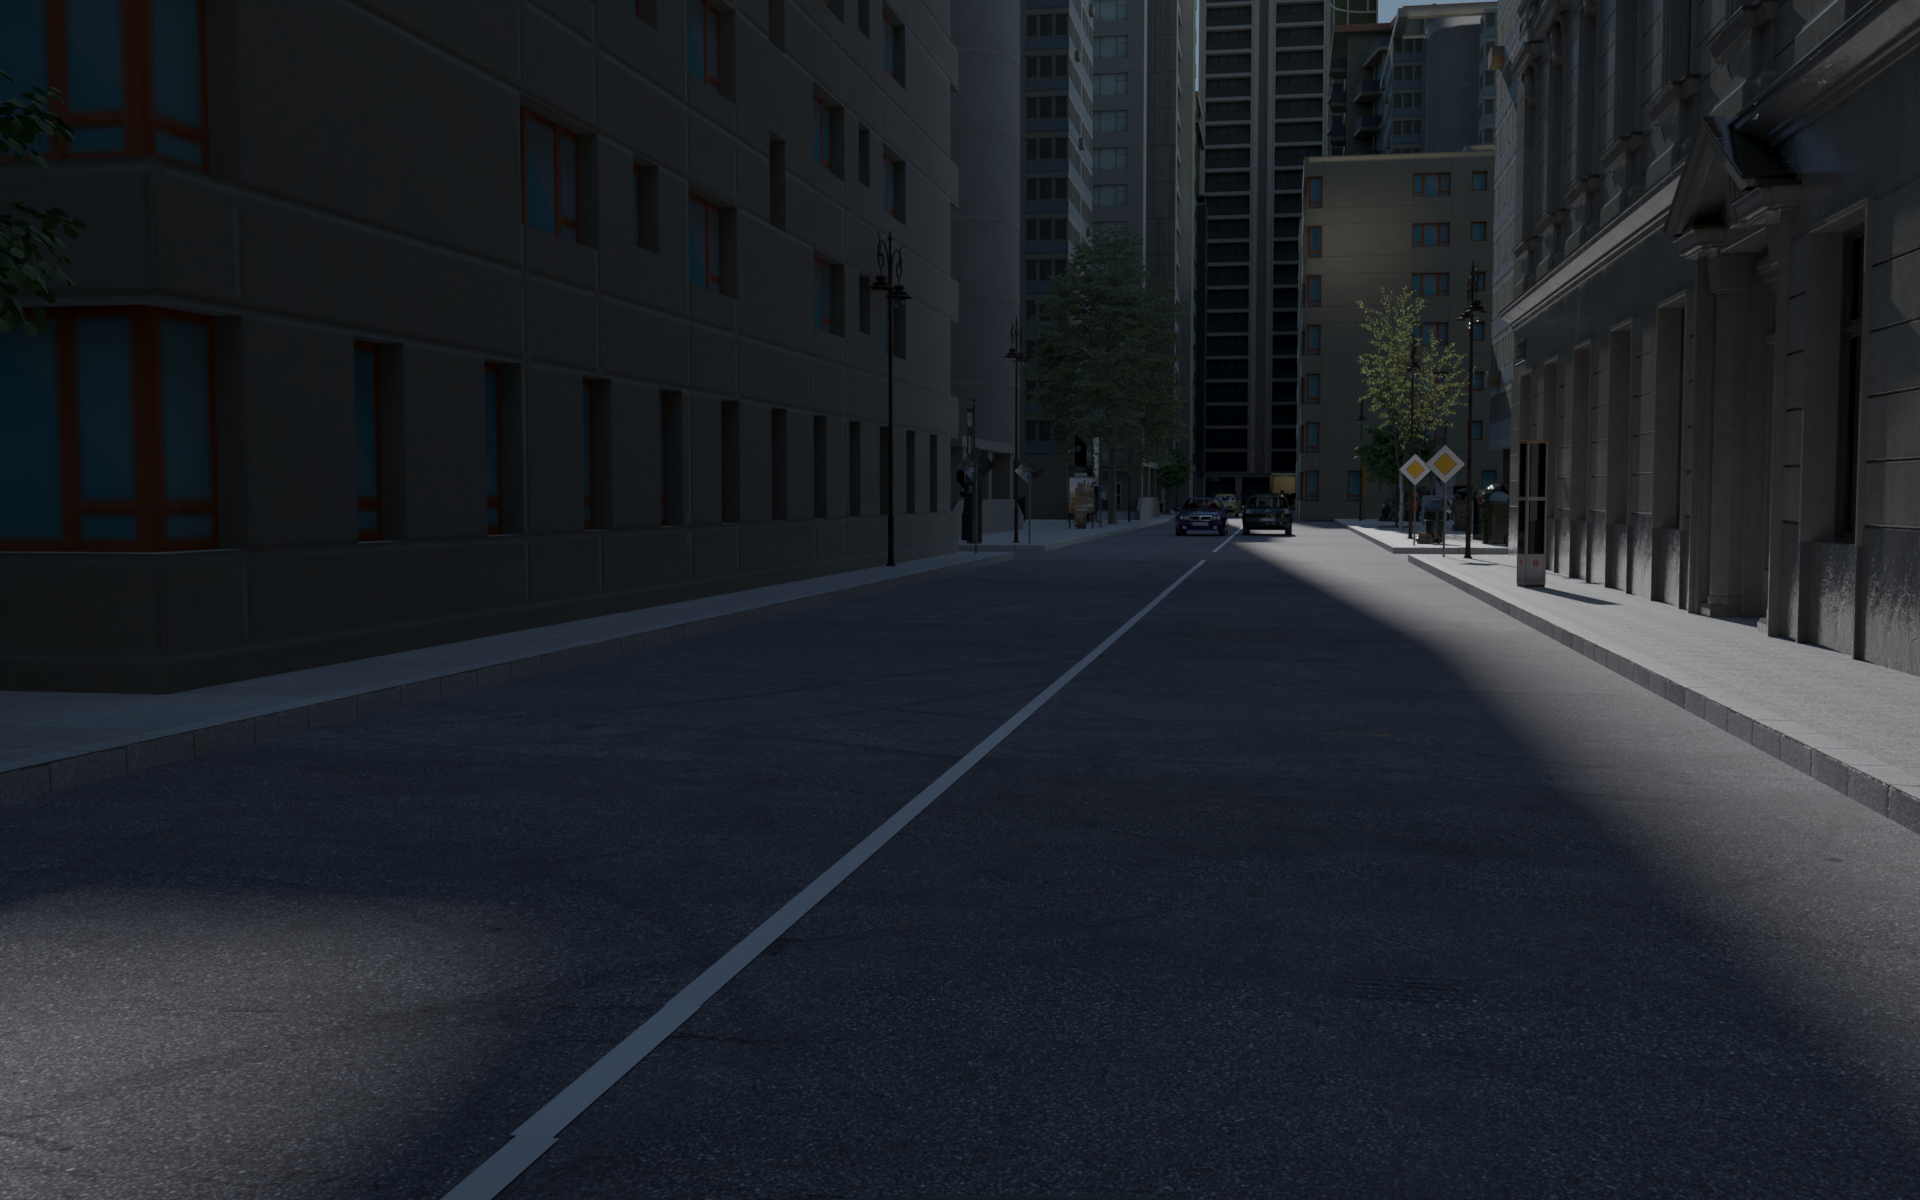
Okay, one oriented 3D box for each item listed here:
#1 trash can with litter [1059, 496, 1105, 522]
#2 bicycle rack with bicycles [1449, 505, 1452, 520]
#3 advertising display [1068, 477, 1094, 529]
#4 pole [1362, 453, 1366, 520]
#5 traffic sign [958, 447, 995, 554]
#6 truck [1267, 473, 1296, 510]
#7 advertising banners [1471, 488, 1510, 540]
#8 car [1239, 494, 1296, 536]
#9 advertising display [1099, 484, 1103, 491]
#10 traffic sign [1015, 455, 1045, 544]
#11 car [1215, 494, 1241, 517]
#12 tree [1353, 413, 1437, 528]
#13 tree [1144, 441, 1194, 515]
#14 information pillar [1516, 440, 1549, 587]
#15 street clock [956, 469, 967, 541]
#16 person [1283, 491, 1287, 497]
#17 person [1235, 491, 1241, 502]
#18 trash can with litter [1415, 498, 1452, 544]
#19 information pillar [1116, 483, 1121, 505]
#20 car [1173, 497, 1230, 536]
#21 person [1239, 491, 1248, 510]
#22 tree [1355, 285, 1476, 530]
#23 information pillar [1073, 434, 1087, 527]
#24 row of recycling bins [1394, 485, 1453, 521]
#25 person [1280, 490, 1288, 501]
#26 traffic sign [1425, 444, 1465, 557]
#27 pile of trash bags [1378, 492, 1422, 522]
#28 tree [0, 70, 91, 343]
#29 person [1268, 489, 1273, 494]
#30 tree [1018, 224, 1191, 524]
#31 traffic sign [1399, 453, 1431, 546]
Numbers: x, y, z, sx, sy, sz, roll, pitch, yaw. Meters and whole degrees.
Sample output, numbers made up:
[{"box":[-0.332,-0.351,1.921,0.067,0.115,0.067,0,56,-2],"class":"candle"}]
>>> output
[{"box":[5.660,-4.163,79.117,2.233,1.210,1.678,1,4,14],"class":"trash can with litter"},{"box":[25.082,-4.385,85.079,2.852,0.926,2.925,-1,4,-22],"class":"bicycle rack with bicycles"},{"box":[4.462,-3.584,63.811,0.974,1.923,0.123,0,4,-7],"class":"advertising display"},{"box":[19.965,-5.611,85.583,0.158,3.312,0.155,0,3,0],"class":"pole"},{"box":[0.346,-2.034,36.901,0.795,2.450,0.064,1,4,10],"class":"traffic sign"},{"box":[29.922,-10.006,159.520,3.469,3.379,9.791,1,4,11],"class":"truck"},{"box":[15.099,-3.156,47.794,2.074,3.025,0.090,3,4,38],"class":"advertising banners"},{"box":[10.847,-3.138,61.094,2.009,1.686,4.222,1,4,10],"class":"car"},{"box":[9.399,-6.758,115.701,0.123,1.923,0.974,1,4,18],"class":"advertising display"},{"box":[1.804,-2.514,44.752,0.795,2.450,0.064,1,4,10],"class":"traffic sign"},{"box":[16.634,-6.020,108.657,2.015,1.641,3.980,1,4,10],"class":"car"},{"box":[16.900,-5.092,66.962,4.285,4.588,4.351,0,3,0],"class":"tree"},{"box":[12.847,-7.586,107.739,4.285,4.588,4.351,0,3,0],"class":"tree"},{"box":[7.894,-1.186,23.887,0.304,2.012,0.304,0,4,-5],"class":"information pillar"},{"box":[0.144,-2.646,47.826,0.471,2.002,0.358,-1,4,-12],"class":"street clock"},{"box":[26.040,-7.948,139.376,0.541,1.710,0.530,1,4,23],"class":"person"},{"box":[28.707,-10.435,179.823,1.217,1.736,0.721,3,4,36],"class":"person"},{"box":[12.217,-2.040,44.749,0.624,1.170,1.055,3,4,39],"class":"trash can with litter"},{"box":[10.660,-6.853,116.534,0.304,2.012,0.304,0,4,2],"class":"information pillar"},{"box":[8.439,-2.918,60.293,1.945,1.354,3.894,1,4,10],"class":"car"},{"box":[26.236,-9.254,160.492,0.721,1.739,1.217,-2,4,-35],"class":"person"},{"box":[15.653,-6.750,60.731,4.360,8.622,3.978,0,3,0],"class":"tree"},{"box":[4.709,-4.672,67.735,0.504,3.616,0.183,2,4,24],"class":"information pillar"},{"box":[22.425,-4.597,82.268,3.534,1.692,1.069,1,4,18],"class":"row of recycling bins"},{"box":[23.199,-7.101,125.321,1.217,1.735,0.721,-1,4,-20],"class":"person"},{"box":[9.824,-1.926,35.126,0.795,2.450,0.064,1,4,10],"class":"traffic sign"},{"box":[20.589,-4.296,79.999,1.912,1.369,3.447,0,4,0],"class":"pile of trash bags"},{"box":[-6.203,-1.503,8.287,4.285,4.588,4.351,0,3,0],"class":"tree"},{"box":[23.729,-7.583,132.446,1.348,1.831,0.705,2,4,26],"class":"person"},{"box":[6.107,-9.513,73.663,7.486,12.596,7.792,0,3,0],"class":"tree"},{"box":[11.283,-2.406,42.978,0.795,2.450,0.064,1,4,10],"class":"traffic sign"}]
